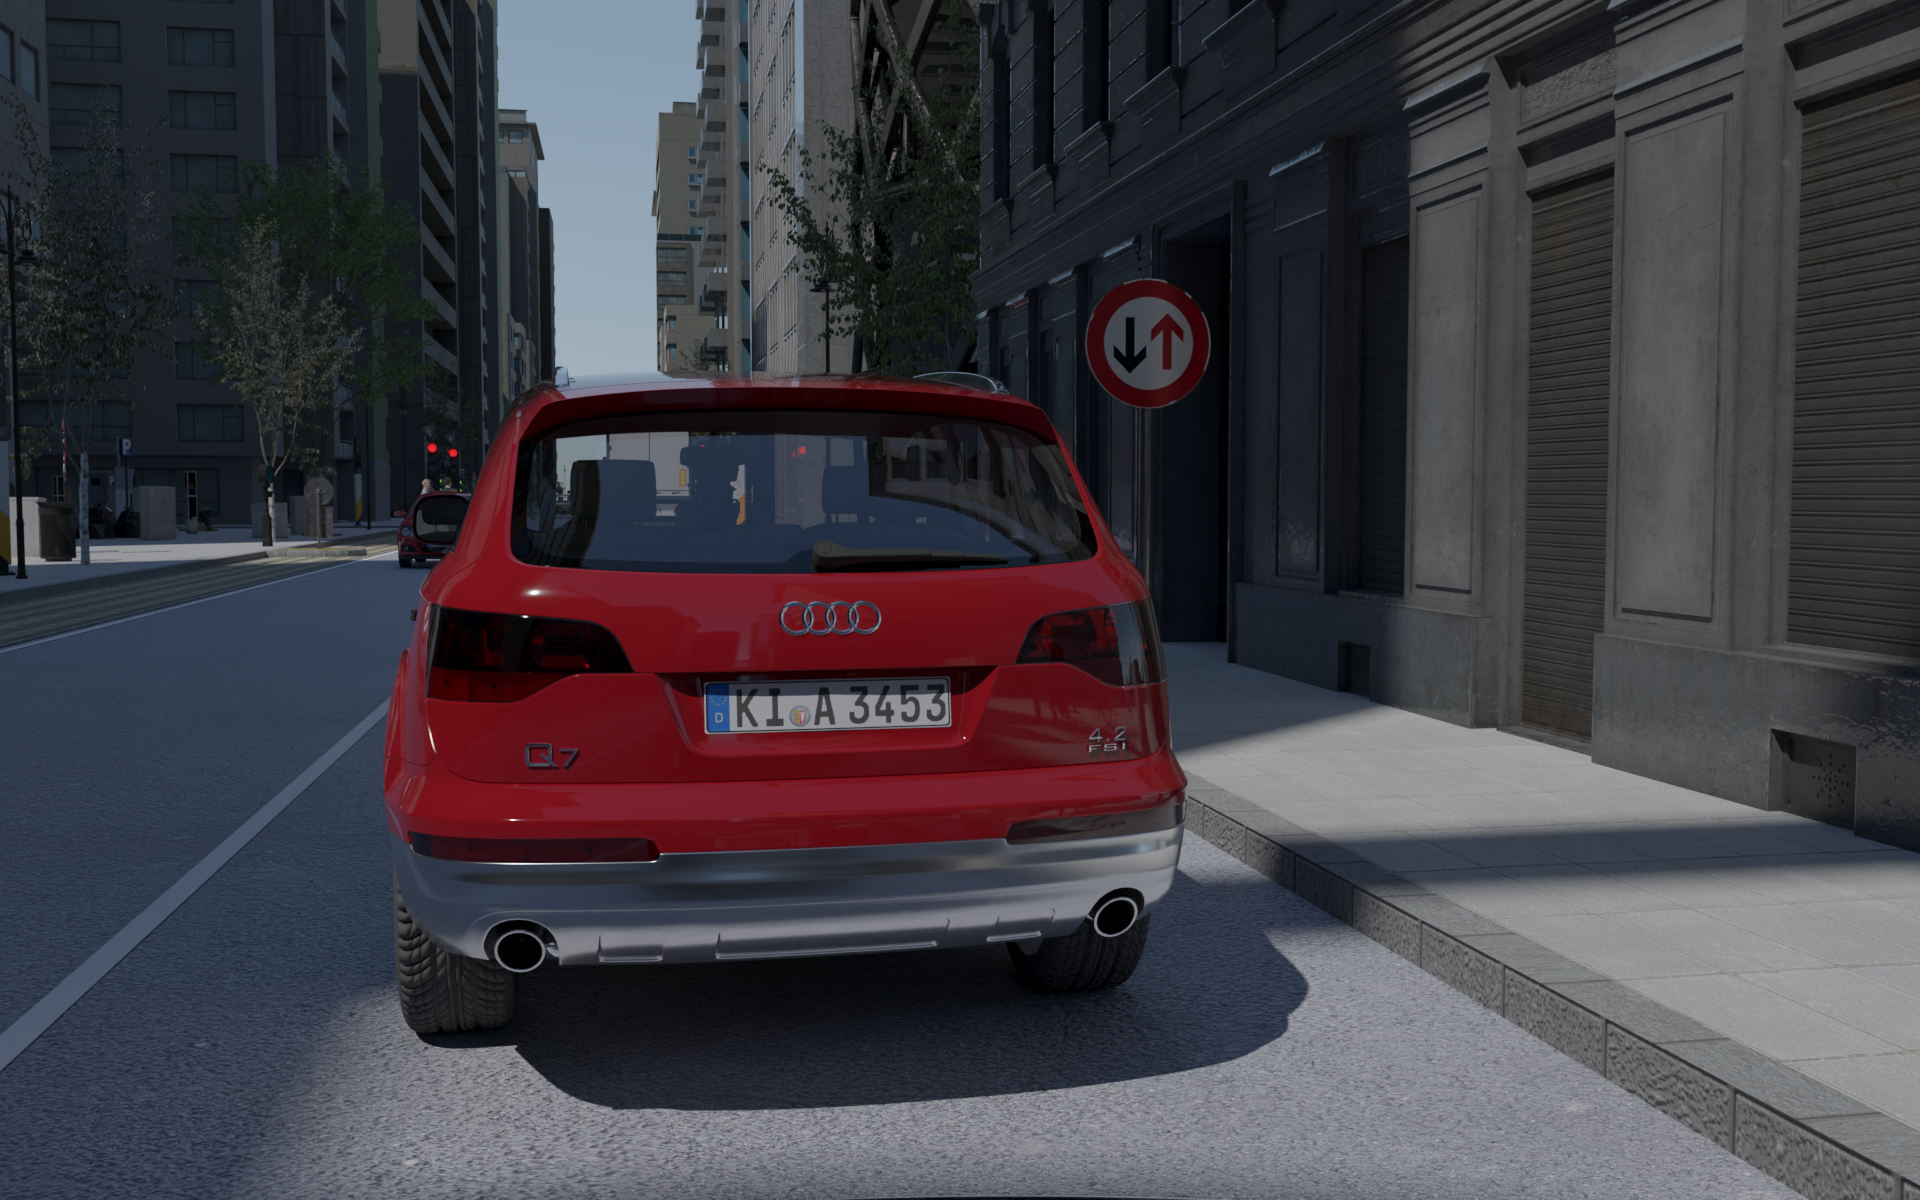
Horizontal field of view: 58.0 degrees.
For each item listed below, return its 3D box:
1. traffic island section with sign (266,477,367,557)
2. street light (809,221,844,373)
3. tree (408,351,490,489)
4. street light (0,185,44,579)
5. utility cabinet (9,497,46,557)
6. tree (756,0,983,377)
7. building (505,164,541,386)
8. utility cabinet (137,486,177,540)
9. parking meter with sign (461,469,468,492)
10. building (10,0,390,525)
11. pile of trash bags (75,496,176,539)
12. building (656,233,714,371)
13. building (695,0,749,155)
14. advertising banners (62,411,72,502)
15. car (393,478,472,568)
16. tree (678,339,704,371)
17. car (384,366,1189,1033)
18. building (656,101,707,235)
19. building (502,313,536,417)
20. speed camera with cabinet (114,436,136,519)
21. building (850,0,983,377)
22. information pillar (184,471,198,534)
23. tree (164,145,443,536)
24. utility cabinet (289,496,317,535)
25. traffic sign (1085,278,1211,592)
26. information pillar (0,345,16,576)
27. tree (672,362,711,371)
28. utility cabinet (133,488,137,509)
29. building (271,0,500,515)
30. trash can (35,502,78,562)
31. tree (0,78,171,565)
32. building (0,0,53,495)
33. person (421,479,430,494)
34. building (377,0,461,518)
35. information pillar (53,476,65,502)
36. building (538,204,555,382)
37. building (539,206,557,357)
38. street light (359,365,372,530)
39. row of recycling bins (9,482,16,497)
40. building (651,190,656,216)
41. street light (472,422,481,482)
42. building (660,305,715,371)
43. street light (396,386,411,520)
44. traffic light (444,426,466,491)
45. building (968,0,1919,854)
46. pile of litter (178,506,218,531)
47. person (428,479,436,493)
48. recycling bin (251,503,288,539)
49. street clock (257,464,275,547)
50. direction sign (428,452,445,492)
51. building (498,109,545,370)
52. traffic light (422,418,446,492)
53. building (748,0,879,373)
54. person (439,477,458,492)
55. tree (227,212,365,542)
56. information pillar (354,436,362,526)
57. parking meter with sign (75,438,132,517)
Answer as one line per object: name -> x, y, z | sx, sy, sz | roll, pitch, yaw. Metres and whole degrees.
traffic island section with sign -> -14.808, -1.916, 39.962 | 1.989, 1.847, 2.006 | -1, 4, -11
street light -> -2.252, -3.471, 29.532 | 0.468, 5.910, 1.993 | -1, 4, -11
tree -> -26.509, -8.491, 89.189 | 4.360, 8.622, 3.978 | 0, 3, 0
street light -> -14.211, -3.258, 26.055 | 0.468, 5.910, 1.993 | -1, 4, -11
utility cabinet -> -19.190, -1.478, 35.325 | 1.020, 1.237, 0.306 | 0, 4, 2
tree -> -0.518, -4.601, 25.591 | 4.737, 8.622, 4.395 | 0, 3, 0
building -> -58.029, -32.099, 208.411 | 14.154, 41.232, 14.086 | -1, 4, -11
utility cabinet -> -22.318, -2.419, 48.228 | 0.318, 1.500, 1.173 | 1, 4, 10
parking meter with sign -> -33.916, -7.474, 118.453 | 0.543, 3.016, 1.738 | -2, 4, -24
building -> -33.708, -24.013, 76.207 | 14.154, 41.232, 14.086 | -1, 4, -11
pile of trash bags -> -24.496, -2.500, 50.627 | 1.912, 1.369, 3.447 | 2, 4, 28
building -> -26.919, -25.855, 194.425 | 14.160, 30.474, 14.107 | -1, 4, -11
building -> -6.362, -30.468, 117.763 | 23.786, 49.044, 30.456 | -1, 4, -11
advertising banners -> -19.414, -2.536, 37.656 | 0.090, 3.025, 2.074 | -2, 4, -24
car -> -10.328, -1.600, 35.193 | 2.155, 1.783, 4.494 | -1, 4, -11
tree -> -11.730, -8.017, 81.444 | 4.737, 8.622, 4.395 | 0, 3, 0
car -> -0.851, 0.145, 6.307 | 2.281, 1.827, 5.304 | -1, 4, -13
building -> -26.074, -35.993, 212.188 | 21.300, 48.544, 21.600 | -1, 4, -11
building -> -60.582, -20.895, 186.668 | 27.650, 21.520, 28.899 | -1, 4, -11
speed camera with cabinet -> -28.412, -3.943, 58.808 | 0.660, 3.252, 2.038 | -1, 4, -20
building -> 5.841, -10.472, 38.665 | 16.820, 18.784, 16.811 | -1, 4, -11
information pillar -> -24.788, -3.140, 55.838 | 0.304, 2.012, 0.304 | -3, 5, -41
tree -> -19.705, -7.776, 52.899 | 9.928, 11.665, 9.643 | 0, 3, 0
utility cabinet -> -20.691, -2.673, 54.862 | 0.306, 1.237, 1.020 | 2, 4, 35
traffic sign -> 1.104, -0.625, 10.320 | 0.768, 2.556, 0.104 | -1, 4, -10
information pillar -> -15.101, -2.184, 27.060 | 0.183, 3.616, 0.504 | 2, 4, 25
tree -> -14.743, -8.830, 94.727 | 4.360, 8.622, 3.978 | 0, 3, 0
utility cabinet -> -27.194, -3.040, 58.387 | 1.173, 1.500, 0.318 | 0, 4, 0
building -> -41.756, -27.215, 128.563 | 14.154, 41.232, 14.086 | -1, 4, -11
trash can -> -17.150, -1.301, 32.925 | 0.748, 1.137, 0.748 | 0, 3, 0
tree -> -15.871, -4.949, 31.281 | 4.360, 8.622, 3.978 | 0, 3, 0
building -> -42.056, -27.832, 44.285 | 27.495, 52.752, 28.713 | -1, 4, -11
person -> -14.840, -2.427, 48.055 | 0.818, 1.842, 0.514 | -2, 4, -30
building -> -41.437, -29.178, 100.763 | 21.300, 48.544, 21.600 | -1, 4, -11
information pillar -> -36.007, -3.960, 69.230 | 0.304, 2.012, 0.304 | 2, 4, 34
building -> -68.499, -37.403, 261.652 | 14.600, 45.320, 14.200 | -1, 4, -11
building -> -77.510, -40.544, 282.497 | 23.786, 49.044, 30.456 | -1, 4, -11
street light -> -21.204, -5.455, 61.975 | 0.468, 5.910, 1.993 | -1, 4, -11
row of recycling bins -> -26.214, -2.320, 45.044 | 1.069, 1.692, 3.534 | 1, 4, 19
building -> -37.180, -43.034, 292.848 | 28.713, 52.752, 27.495 | -1, 4, -11
street light -> -30.096, -8.259, 107.829 | 0.468, 5.910, 1.993 | -1, 4, -11
building -> -15.951, -20.178, 174.957 | 27.650, 21.520, 28.899 | -1, 4, -11
street light -> -23.155, -6.079, 72.184 | 0.468, 5.910, 1.993 | -1, 4, -11
traffic light -> -20.982, -5.077, 71.926 | 0.839, 4.253, 0.868 | -1, 4, -11
building -> 6.472, -10.107, 14.396 | 9.793, 20.994, 18.267 | -1, 4, -11
pile of litter -> -26.365, -2.812, 59.947 | 1.176, 0.858, 1.719 | -3, 5, -41
person -> -15.180, -2.502, 49.210 | 0.447, 1.846, 0.655 | 1, 4, 9
recycling bin -> -20.065, -2.311, 50.334 | 0.722, 1.027, 0.722 | 2, 4, 29
street clock -> -16.920, -2.305, 42.264 | 0.358, 2.002, 0.471 | 0, 4, 2
direction sign -> -28.255, -6.210, 93.523 | 0.876, 3.537, 0.379 | -2, 4, -32
building -> -72.192, -39.737, 238.937 | 28.713, 52.752, 27.495 | -1, 4, -11
traffic light -> -19.460, -4.597, 64.087 | 0.839, 4.253, 0.868 | -1, 4, -11
building -> -0.103, -14.577, 56.357 | 12.078, 24.808, 19.932 | -1, 4, -11
person -> -14.470, -2.529, 49.213 | 0.648, 1.900, 0.474 | -2, 4, -25
tree -> -18.092, -5.822, 45.547 | 4.360, 8.622, 3.978 | 0, 3, 0
information pillar -> -24.536, -4.846, 70.586 | 0.183, 3.616, 0.504 | 0, 4, 4
parking meter with sign -> -26.810, -3.539, 54.124 | 1.738, 3.016, 0.543 | 0, 4, 7
